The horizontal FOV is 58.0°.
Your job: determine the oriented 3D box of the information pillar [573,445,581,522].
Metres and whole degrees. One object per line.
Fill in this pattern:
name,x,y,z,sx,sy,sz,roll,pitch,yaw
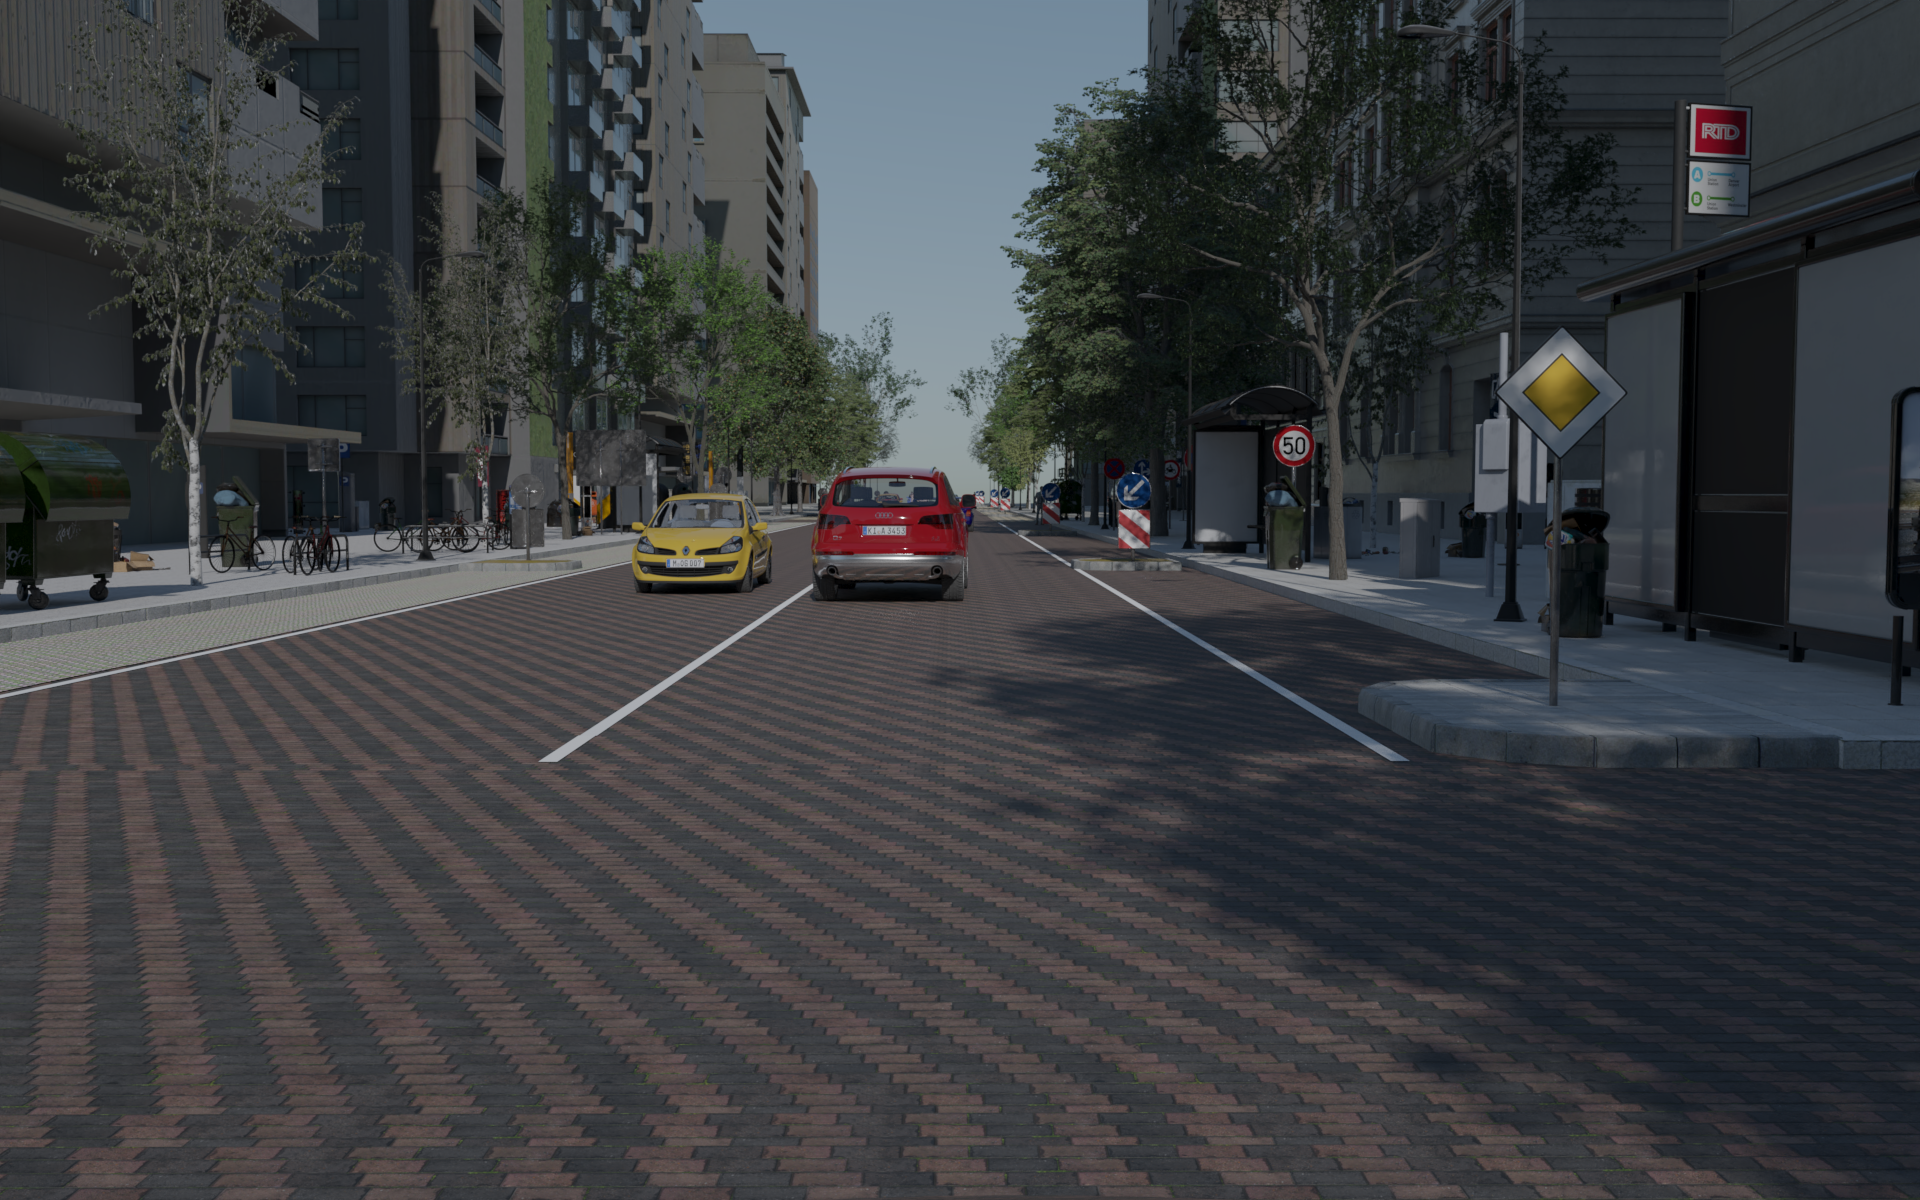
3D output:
information pillar,-17.424,-5.319,78.317,0.504,3.616,0.183,-1,4,-13

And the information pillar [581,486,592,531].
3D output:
information pillar,-13.011,-3.413,60.290,0.304,2.012,0.304,-2,4,-28

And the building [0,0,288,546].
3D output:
building,-31.173,-27.363,36.625,28.713,52.752,27.495,0,4,0

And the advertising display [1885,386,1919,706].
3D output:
advertising display,6.096,-0.315,10.368,0.974,1.923,0.123,1,4,14

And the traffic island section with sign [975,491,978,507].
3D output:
traffic island section with sign,2.298,-11.239,192.386,1.989,1.847,2.006,0,4,0

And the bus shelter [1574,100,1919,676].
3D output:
bus shelter,7.118,-2.310,15.404,2.179,5.291,8.768,0,4,0

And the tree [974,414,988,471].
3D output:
tree,5.274,-16.349,185.437,7.486,12.596,7.792,0,3,0

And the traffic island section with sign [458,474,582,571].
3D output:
traffic island section with sign,-8.253,-1.477,32.781,1.989,1.847,2.006,0,4,0

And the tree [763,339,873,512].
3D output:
tree,-11.083,-12.604,124.198,7.486,12.596,7.792,0,3,0

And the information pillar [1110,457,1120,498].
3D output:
information pillar,6.797,-5.179,76.037,0.504,3.616,0.183,1,4,11

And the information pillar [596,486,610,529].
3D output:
information pillar,-12.991,-4.379,62.952,0.504,3.616,0.183,-2,4,-26

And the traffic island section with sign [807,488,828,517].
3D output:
traffic island section with sign,-8.679,-6.212,110.200,1.989,1.847,2.006,0,4,0

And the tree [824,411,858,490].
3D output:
tree,-10.741,-11.955,145.826,4.360,8.622,3.978,0,3,0

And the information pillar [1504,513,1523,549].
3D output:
information pillar,12.961,-2.202,40.500,0.304,2.012,0.304,-1,4,-17

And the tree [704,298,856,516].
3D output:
tree,-10.827,-11.264,101.180,9.611,12.733,9.660,0,3,0

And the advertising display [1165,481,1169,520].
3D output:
advertising display,10.035,-4.869,84.827,0.123,1.923,0.974,3,4,37

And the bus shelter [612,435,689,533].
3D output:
bus shelter,-10.808,-4.042,60.006,2.014,3.302,5.546,0,4,0

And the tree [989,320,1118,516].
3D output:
tree,6.235,-10.616,99.333,9.928,11.665,9.643,0,3,0

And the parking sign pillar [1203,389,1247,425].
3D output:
parking sign pillar,6.878,-3.476,45.298,1.447,3.967,1.447,-3,5,-40

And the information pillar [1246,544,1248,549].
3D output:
information pillar,6.563,-2.203,40.519,0.304,2.012,0.304,1,4,20

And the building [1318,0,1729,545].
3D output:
building,20.067,-16.307,54.012,14.401,28.519,23.554,0,4,0

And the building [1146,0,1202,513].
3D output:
building,27.255,-32.150,114.886,28.713,52.752,27.495,0,4,0

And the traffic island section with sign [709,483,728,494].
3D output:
traffic island section with sign,-8.401,-3.157,60.246,1.989,1.847,2.006,0,4,0

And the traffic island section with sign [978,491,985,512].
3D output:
traffic island section with sign,2.598,-7.858,137.109,1.989,1.847,2.006,0,4,0

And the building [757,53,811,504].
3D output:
building,-33.389,-38.105,212.250,28.713,52.752,27.495,0,4,0

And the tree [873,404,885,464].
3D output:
tree,-10.523,-14.922,162.093,7.486,12.596,7.792,0,3,0

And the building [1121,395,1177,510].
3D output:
building,29.538,-27.499,141.483,32.217,40.220,23.993,0,4,0

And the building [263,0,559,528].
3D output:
building,-25.034,-23.624,69.853,14.154,41.232,14.086,0,4,0

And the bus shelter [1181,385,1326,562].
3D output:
bus shelter,5.815,-2.507,34.913,2.014,3.302,5.546,0,4,0

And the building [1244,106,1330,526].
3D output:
building,18.803,-12.908,75.673,10.561,19.102,19.286,0,4,0

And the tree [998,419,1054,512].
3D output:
tree,5.675,-11.986,146.331,4.737,8.622,4.395,0,3,0

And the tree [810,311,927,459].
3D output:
tree,-9.821,-19.747,178.745,12.611,20.169,13.585,0,3,0

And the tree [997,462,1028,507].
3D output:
tree,5.436,-11.575,172.963,4.285,4.588,4.351,0,3,0

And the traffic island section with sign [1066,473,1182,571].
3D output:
traffic island section with sign,3.164,-1.516,33.410,1.989,1.847,2.006,0,4,0

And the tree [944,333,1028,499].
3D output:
tree,4.330,-21.440,206.436,12.611,20.169,13.585,0,3,0

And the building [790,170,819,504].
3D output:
building,-26.487,-35.671,233.324,14.600,45.320,14.200,0,4,0

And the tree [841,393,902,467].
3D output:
tree,-11.282,-17.978,204.314,12.009,13.543,11.850,0,3,0

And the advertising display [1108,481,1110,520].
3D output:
advertising display,7.720,-4.864,84.743,0.974,1.923,0.123,0,4,1

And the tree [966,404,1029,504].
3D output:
tree,5.176,-19.510,229.361,12.009,13.543,11.850,0,3,0

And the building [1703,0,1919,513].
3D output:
building,28.741,-11.754,25.469,30.059,22.955,16.112,0,4,0

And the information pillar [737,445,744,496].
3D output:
information pillar,-10.552,-5.618,83.217,0.183,3.616,0.504,-3,4,-37

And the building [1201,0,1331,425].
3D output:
building,19.974,-25.129,94.447,14.154,41.232,14.086,0,4,0

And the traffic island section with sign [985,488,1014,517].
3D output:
traffic island section with sign,2.744,-6.205,110.071,1.989,1.847,2.006,0,4,0

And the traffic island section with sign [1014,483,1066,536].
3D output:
traffic island section with sign,3.019,-3.164,60.365,1.989,1.847,2.006,0,4,0

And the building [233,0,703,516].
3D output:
building,-34.066,-33.066,129.860,28.713,52.752,27.495,0,4,0

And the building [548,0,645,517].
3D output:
building,-30.996,-29.414,100.521,23.786,49.044,30.456,0,4,0
